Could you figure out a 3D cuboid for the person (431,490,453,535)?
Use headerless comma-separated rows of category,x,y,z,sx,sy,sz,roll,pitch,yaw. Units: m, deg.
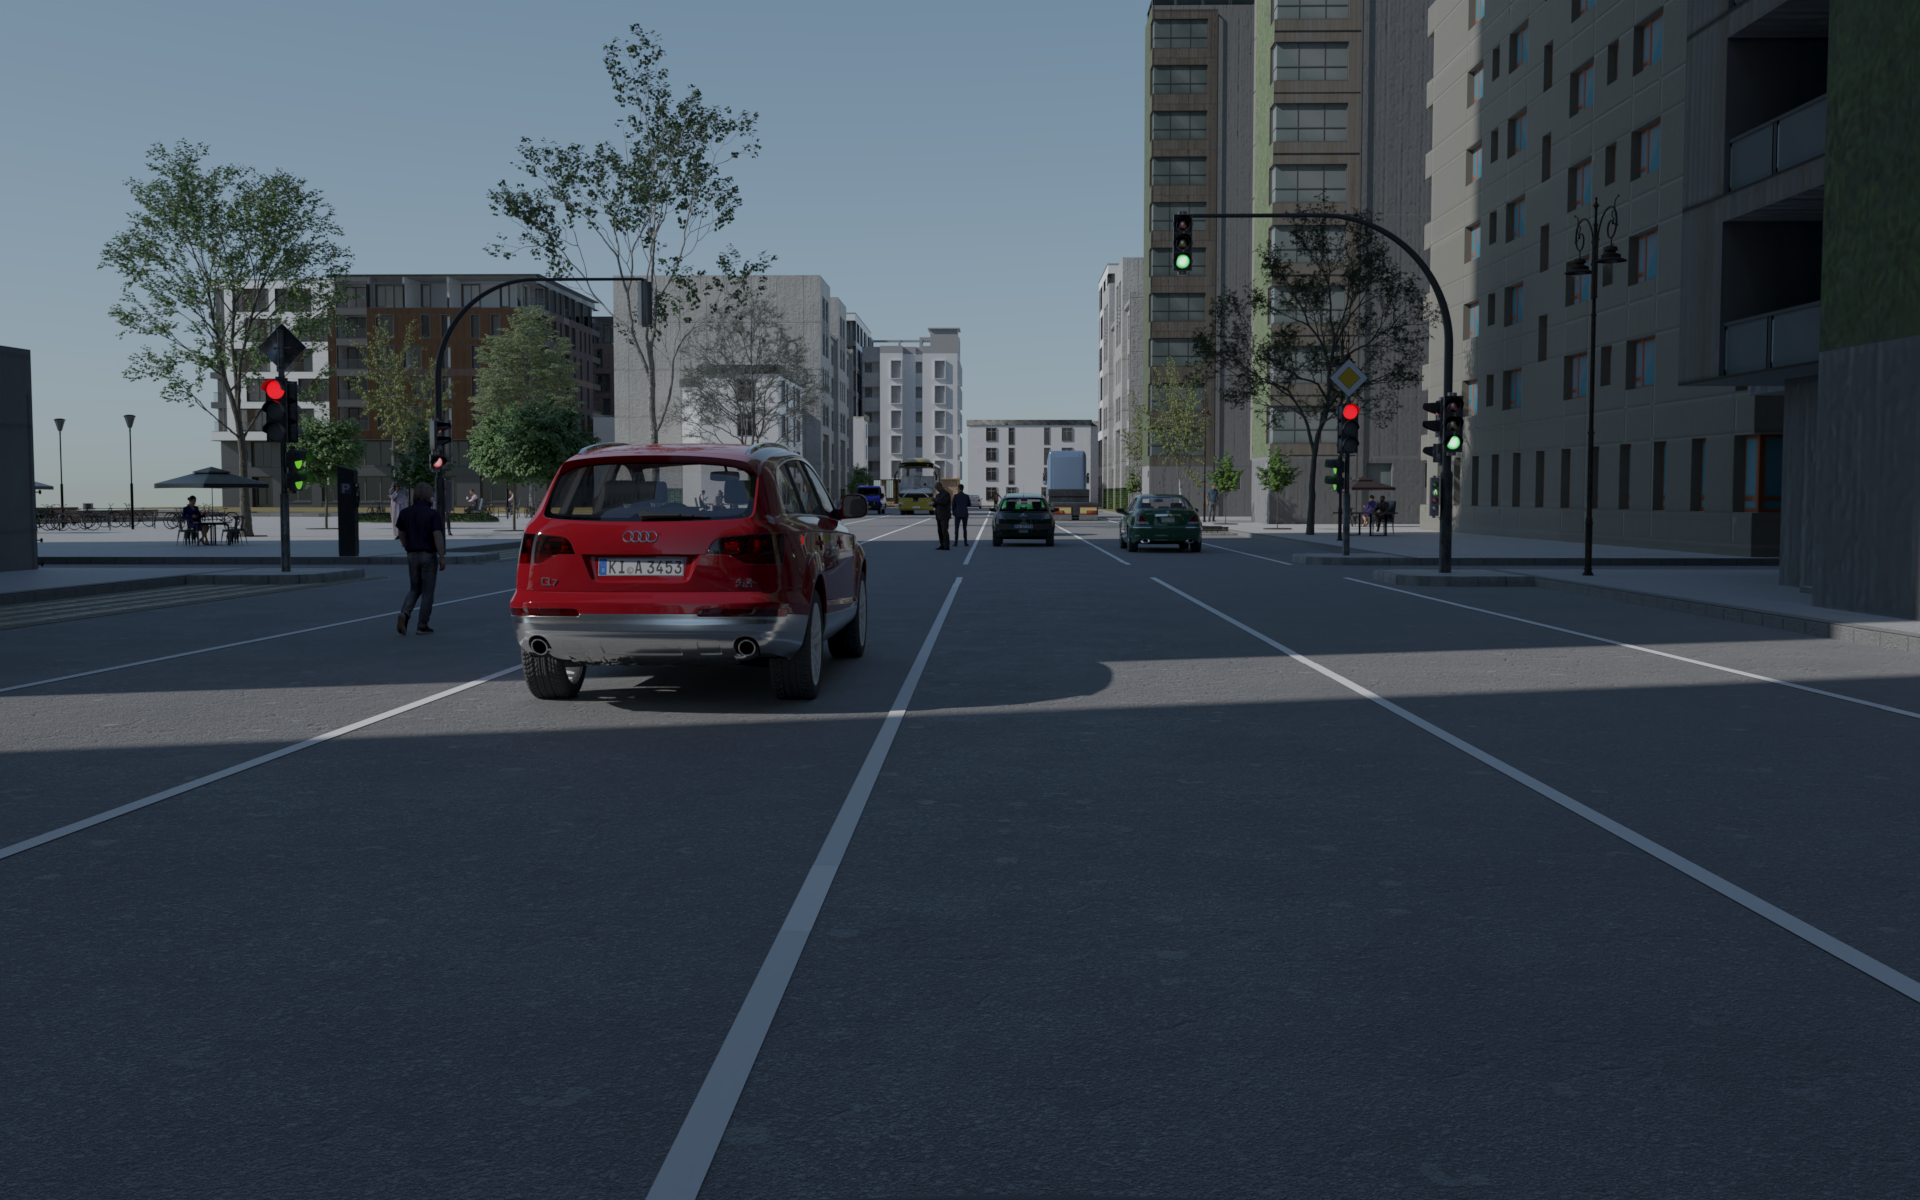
person,-16.033,-2.877,53.532,0.683,1.767,0.568,0,4,-7

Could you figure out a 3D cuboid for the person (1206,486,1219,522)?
person,11.745,-4.545,80.484,0.598,1.807,0.434,0,4,-1

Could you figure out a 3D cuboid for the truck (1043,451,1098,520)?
truck,6.461,-6.846,101.688,2.967,4.110,18.799,0,4,2

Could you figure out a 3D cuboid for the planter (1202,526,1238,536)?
planter,8.635,-2.431,60.889,1.991,0.319,1.994,0,4,1

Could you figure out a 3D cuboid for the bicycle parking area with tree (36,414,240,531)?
bicycle parking area with tree,-32.158,-4.714,64.074,9.016,4.147,8.231,-3,5,-40

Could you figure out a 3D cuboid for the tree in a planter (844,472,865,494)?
tree in a planter,-8.424,-8.631,138.341,1.991,3.239,1.994,0,4,1

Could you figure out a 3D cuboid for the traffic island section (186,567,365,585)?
traffic island section,-11.176,-0.391,28.679,2.009,0.180,2.903,0,4,1

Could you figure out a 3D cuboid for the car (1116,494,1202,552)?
car,5.090,-1.982,44.207,2.131,1.459,4.920,0,4,1

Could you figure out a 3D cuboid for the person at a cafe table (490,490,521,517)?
person at a cafe table,-25.394,-5.402,96.838,1.622,1.524,1.698,-1,4,-19

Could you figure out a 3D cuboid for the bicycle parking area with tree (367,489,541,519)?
bicycle parking area with tree,-26.270,-6.358,90.957,8.231,4.147,9.016,1,4,15

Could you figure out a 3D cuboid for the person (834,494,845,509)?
person,-3.400,-2.248,48.441,0.799,1.438,0.628,2,4,30

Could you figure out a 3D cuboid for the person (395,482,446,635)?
person,-5.572,-0.426,17.674,0.471,1.553,0.569,-3,5,-41

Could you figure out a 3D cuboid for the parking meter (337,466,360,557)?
parking meter,-12.560,-1.828,35.592,0.399,1.863,0.255,0,4,-1

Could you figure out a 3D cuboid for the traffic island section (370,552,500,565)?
traffic island section,-10.999,-0.880,36.662,2.009,0.180,2.903,0,4,1

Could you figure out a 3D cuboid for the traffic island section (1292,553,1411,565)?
traffic island section,8.097,-0.854,36.236,2.009,0.180,2.903,0,4,1

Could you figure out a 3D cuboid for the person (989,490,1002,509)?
person,3.096,-8.653,150.062,1.348,1.812,0.705,2,4,33

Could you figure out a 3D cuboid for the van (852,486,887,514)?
van,-6.417,-7.308,123.875,2.240,2.365,5.245,0,4,2

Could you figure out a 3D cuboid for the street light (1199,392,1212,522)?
street light,11.117,-6.471,78.593,0.468,5.910,1.993,0,4,1

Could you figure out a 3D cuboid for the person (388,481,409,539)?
person,-15.819,-2.573,48.787,0.551,1.740,0.621,-2,4,-27

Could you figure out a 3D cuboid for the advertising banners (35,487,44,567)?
advertising banners,-16.762,-2.047,29.658,2.074,3.025,0.090,0,4,4

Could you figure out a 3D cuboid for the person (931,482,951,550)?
person,-0.497,-2.152,44.369,0.565,1.739,0.600,2,4,29

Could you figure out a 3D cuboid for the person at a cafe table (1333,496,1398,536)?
person at a cafe table,12.737,-2.603,53.413,1.726,1.238,1.698,-3,4,-37

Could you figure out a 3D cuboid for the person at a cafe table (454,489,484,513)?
person at a cafe table,-23.982,-4.619,84.034,1.622,1.524,1.698,-2,4,-28

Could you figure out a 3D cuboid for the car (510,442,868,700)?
car,-1.926,-0.303,13.631,2.281,1.827,5.304,0,4,3

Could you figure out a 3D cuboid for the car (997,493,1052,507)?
car,2.270,-3.204,61.176,1.959,1.807,4.718,0,4,3

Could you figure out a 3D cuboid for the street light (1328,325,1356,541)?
street light,10.439,-4.565,47.424,0.468,5.910,1.993,0,4,1

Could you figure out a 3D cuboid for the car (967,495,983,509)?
car,1.216,-9.680,170.626,2.083,1.381,4.827,0,4,1

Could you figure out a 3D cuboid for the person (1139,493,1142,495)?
person,8.180,-4.154,79.114,0.574,1.496,0.600,-1,4,-20

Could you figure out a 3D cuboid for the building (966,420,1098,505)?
building,14.858,-15.751,199.667,28.070,9.664,9.099,0,4,1

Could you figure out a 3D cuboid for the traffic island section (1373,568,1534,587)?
traffic island section,7.920,-0.365,28.253,2.009,0.180,2.903,0,4,1

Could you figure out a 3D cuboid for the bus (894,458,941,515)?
bus,-2.818,-7.949,121.508,2.896,3.916,12.252,0,4,1

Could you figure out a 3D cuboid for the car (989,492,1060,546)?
car,1.801,-2.383,48.756,2.009,1.686,4.222,0,4,3

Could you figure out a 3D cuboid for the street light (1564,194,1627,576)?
street light,9.893,-3.322,27.106,0.468,5.910,1.993,0,4,1

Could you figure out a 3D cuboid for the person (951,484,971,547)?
person,0.037,-2.326,47.451,0.541,1.710,0.530,0,4,1
